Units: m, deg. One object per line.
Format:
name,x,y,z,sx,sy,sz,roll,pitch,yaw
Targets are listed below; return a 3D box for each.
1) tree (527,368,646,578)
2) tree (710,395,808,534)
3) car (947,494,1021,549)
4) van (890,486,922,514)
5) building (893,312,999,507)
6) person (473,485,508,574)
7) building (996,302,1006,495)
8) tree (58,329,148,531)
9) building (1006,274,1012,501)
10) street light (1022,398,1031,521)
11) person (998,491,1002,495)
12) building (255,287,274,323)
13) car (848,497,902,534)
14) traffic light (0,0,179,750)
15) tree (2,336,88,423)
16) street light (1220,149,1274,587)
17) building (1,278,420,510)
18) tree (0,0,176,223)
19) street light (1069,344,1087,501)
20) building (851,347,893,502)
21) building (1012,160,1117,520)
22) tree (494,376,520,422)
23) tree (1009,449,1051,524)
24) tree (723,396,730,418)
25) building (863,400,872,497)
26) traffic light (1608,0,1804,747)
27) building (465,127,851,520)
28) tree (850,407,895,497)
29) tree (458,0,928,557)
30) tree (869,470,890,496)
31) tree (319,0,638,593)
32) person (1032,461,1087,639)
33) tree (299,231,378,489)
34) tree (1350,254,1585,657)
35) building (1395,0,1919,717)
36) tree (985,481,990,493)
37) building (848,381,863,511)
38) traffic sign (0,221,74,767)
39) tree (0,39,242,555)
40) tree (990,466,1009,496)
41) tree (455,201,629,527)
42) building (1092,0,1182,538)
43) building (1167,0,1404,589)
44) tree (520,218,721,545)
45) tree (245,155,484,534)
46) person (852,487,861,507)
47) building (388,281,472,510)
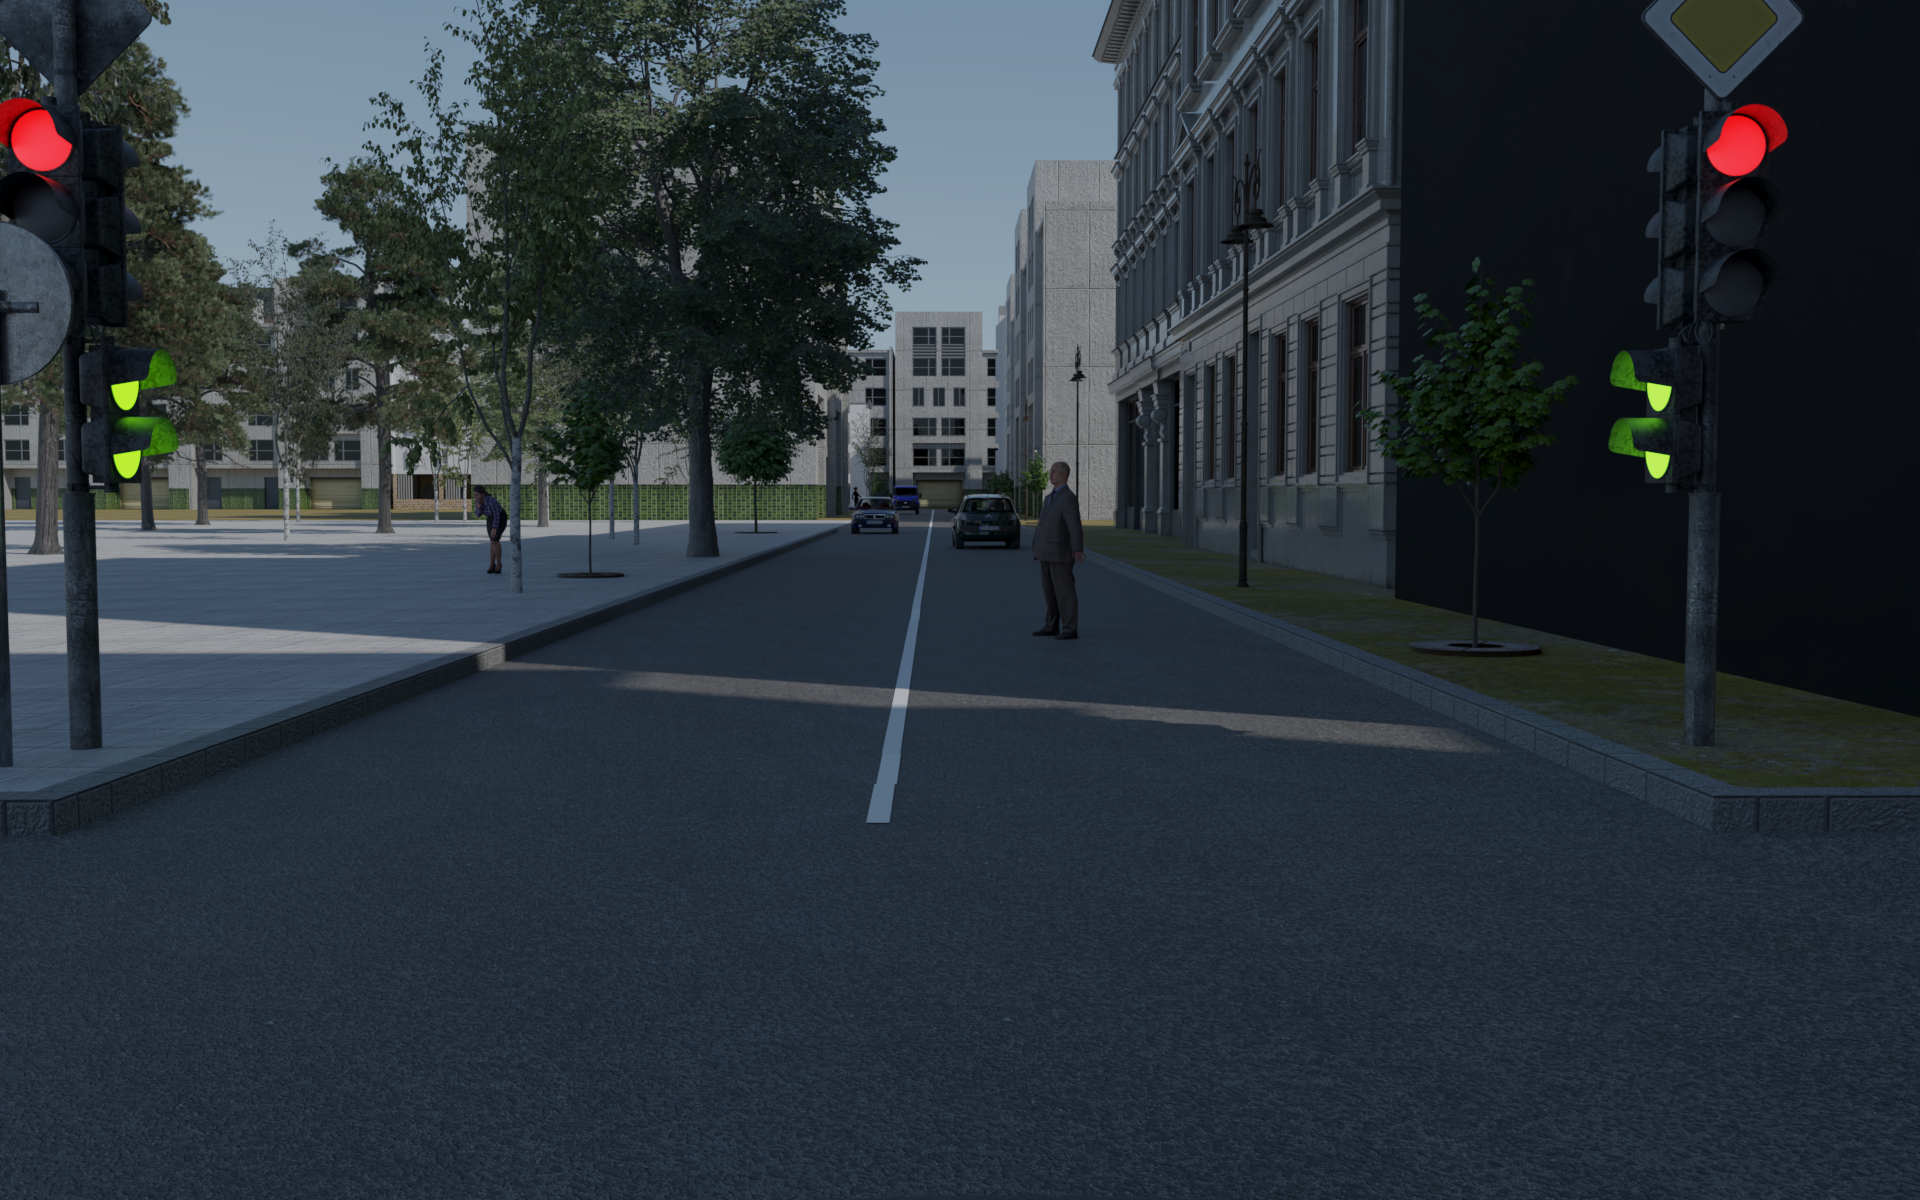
tree,-5.858,-1.965,26.728,1.663,3.219,1.824,0,3,0
tree,-6.618,-4.466,56.740,4.285,4.588,4.351,0,3,0
car,0.673,-2.244,46.479,2.009,1.686,4.222,0,4,-2
van,-3.853,-7.308,123.867,2.240,2.365,5.245,0,4,-1
building,9.364,-18.962,176.494,31.486,18.905,16.747,0,4,-1
person,-7.525,-1.129,27.736,0.421,1.427,0.697,1,4,23
building,11.240,-18.183,153.708,16.016,20.091,11.380,0,4,-1
tree,-28.795,-8.489,60.852,6.751,12.117,7.091,0,3,0
building,12.543,-16.259,132.290,16.747,18.905,31.486,0,4,-1
street light,3.189,-6.767,83.427,0.468,5.910,1.993,0,4,-1
person,3.139,-8.193,140.000,0.705,1.823,1.348,2,4,26
building,-66.393,-20.671,181.945,32.646,21.610,27.936,0,4,-1
car,-3.113,-3.126,63.696,1.945,1.354,3.894,0,4,-2
traffic light,-4.396,-1.186,8.628,0.839,4.213,0.868,0,4,-1
tree,-28.341,-7.020,49.193,8.767,10.594,7.601,1,4,15
street light,3.897,-3.113,23.684,0.468,5.910,1.993,0,4,-1
building,-63.448,-17.353,150.179,31.486,18.905,16.747,0,4,-1
tree,-8.160,-3.887,13.923,4.360,8.622,3.978,0,3,0
street light,3.627,-4.934,53.465,0.468,5.910,1.993,0,4,-1
building,-22.407,-18.927,175.908,31.486,18.905,16.747,0,4,-1
building,12.239,-14.320,100.585,16.747,18.905,31.486,0,4,-1
tree,-10.201,-6.064,49.516,4.360,8.622,3.978,0,3,0
tree,3.216,-4.920,75.049,1.663,3.219,1.824,0,3,0
tree,-12.011,-7.738,76.881,4.360,8.622,3.978,0,3,0
building,-22.065,-12.997,154.643,28.070,9.664,9.099,0,4,-1
traffic light,3.764,-1.193,8.756,0.839,4.213,0.868,0,4,-1
building,-15.621,-14.260,99.605,16.747,18.905,31.486,0,4,-1
tree,-7.730,-12.055,147.466,4.360,8.622,3.978,0,3,0
tree,-5.205,-7.854,35.064,9.857,13.997,8.962,0,3,0
tree,-6.650,-8.796,138.408,1.663,3.219,1.824,0,3,0
tree,-5.919,-4.411,22.487,4.737,8.622,4.395,0,3,0
person,0.953,-0.501,17.245,0.434,1.755,0.990,-1,4,-23
tree,-18.318,-5.943,47.529,4.360,8.622,3.978,0,3,0
tree,4.234,-1.195,14.145,1.663,3.219,1.824,0,3,0
building,13.342,-11.309,14.578,15.834,23.373,12.332,0,4,-1
tree,2.663,-8.667,136.309,1.663,3.219,1.824,0,3,0
building,-12.657,-11.492,130.043,9.099,9.664,28.070,0,4,-1
traffic sign,-4.510,-0.488,8.090,0.768,2.556,0.104,0,4,3
tree,-19.137,-7.895,36.508,7.806,13.903,7.818,0,3,0
tree,3.241,-7.642,119.542,1.663,3.219,1.824,0,3,0
tree,-15.951,-9.107,67.029,7.486,12.596,7.792,0,3,0
building,10.231,-13.006,63.565,10.553,20.767,40.483,0,4,-1
building,10.580,-12.010,32.526,11.583,22.565,21.152,0,4,-1
tree,-8.448,-5.706,43.659,4.360,8.622,3.978,0,3,0
tree,-18.677,-8.188,55.926,6.751,12.117,7.091,0,3,0
person,-6.225,-5.997,104.911,0.721,1.723,1.217,-2,4,-35
building,-41.747,-18.019,151.028,11.380,20.091,16.016,0,4,-1
